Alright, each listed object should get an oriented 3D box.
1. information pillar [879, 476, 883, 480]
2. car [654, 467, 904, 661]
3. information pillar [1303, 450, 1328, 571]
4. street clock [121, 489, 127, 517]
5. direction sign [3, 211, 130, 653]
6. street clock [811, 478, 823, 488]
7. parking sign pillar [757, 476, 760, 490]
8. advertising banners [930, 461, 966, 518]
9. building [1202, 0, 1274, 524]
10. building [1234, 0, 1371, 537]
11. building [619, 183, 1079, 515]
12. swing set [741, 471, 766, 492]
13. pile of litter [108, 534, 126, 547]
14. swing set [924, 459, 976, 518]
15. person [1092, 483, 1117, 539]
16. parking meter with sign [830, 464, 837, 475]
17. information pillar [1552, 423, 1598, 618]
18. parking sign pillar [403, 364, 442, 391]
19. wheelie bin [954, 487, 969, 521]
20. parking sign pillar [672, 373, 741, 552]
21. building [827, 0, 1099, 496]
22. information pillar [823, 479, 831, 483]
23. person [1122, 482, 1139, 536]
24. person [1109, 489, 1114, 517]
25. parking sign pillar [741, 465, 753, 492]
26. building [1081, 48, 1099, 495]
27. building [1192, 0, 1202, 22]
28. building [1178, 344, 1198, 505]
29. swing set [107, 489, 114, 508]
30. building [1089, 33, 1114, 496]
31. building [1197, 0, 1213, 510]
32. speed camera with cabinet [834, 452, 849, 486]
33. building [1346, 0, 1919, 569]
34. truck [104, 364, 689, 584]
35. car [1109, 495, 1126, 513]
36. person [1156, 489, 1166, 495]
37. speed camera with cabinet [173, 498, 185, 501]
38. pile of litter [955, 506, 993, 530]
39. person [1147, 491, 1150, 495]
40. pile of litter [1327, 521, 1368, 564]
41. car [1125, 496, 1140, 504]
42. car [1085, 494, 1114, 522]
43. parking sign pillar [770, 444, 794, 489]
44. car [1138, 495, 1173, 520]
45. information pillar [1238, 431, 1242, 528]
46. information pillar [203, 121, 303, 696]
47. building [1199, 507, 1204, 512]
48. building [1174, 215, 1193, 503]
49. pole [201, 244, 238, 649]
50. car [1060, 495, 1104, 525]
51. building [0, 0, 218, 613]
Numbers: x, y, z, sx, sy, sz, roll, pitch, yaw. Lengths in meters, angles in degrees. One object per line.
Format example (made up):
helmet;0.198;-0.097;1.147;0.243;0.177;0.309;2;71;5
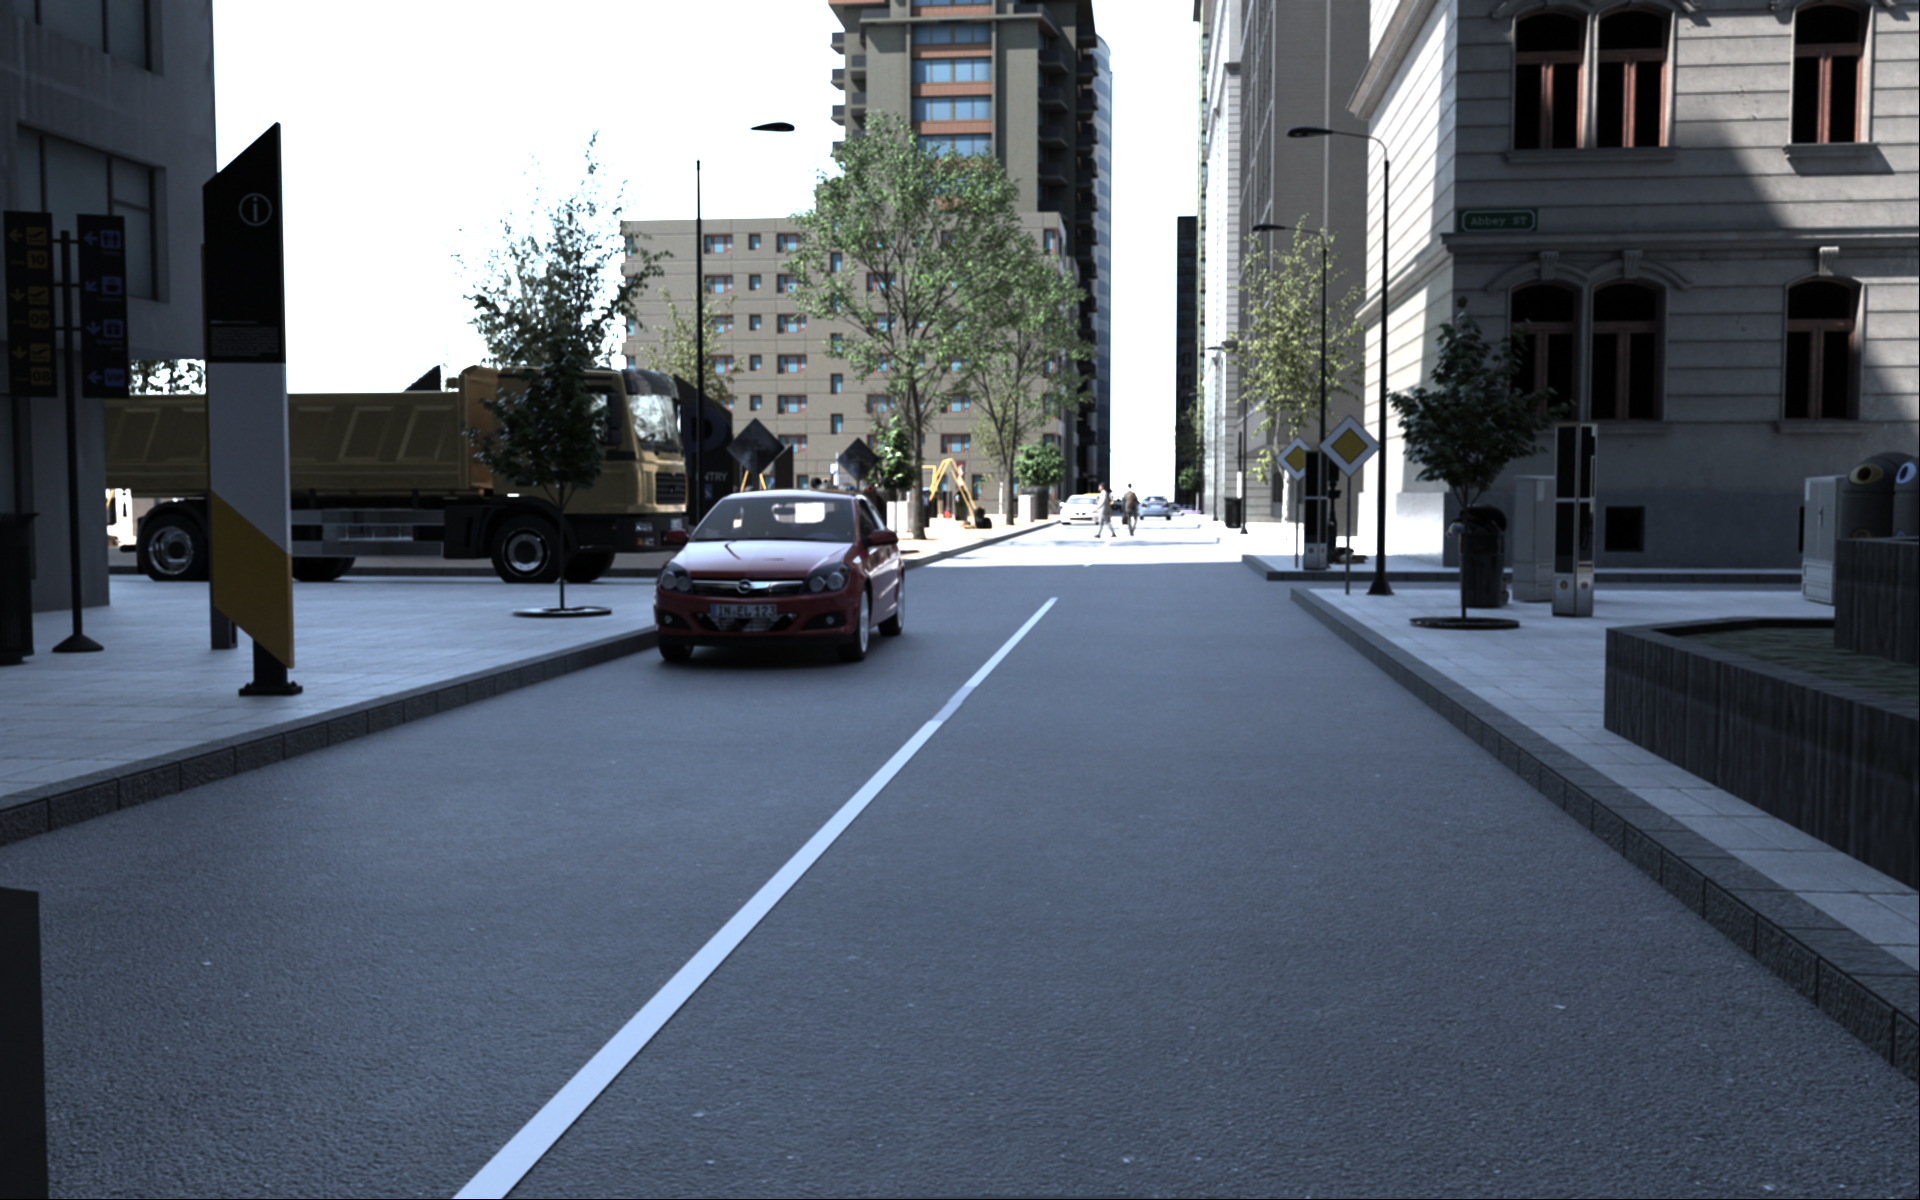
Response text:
information pillar;-2.869;-3.753;65.850;0.304;2.012;0.304;-3;4;-36
car;-1.591;-0.441;16.247;2.155;1.783;4.494;0;4;5
information pillar;5.966;-1.502;29.053;0.304;2.012;0.304;3;4;39
street clock;-46.185;-5.575;95.720;0.471;2.002;0.358;-3;5;-41
direction sign;-7.218;-1.350;14.069;0.876;3.537;0.379;-1;4;-18
street clock;-6.435;-4.454;77.390;0.358;2.002;0.471;3;4;38
parking sign pillar;-12.068;-6.723;98.395;1.447;3.967;1.447;-1;4;-17
advertising banners;-0.695;-5.852;91.875;2.074;3.025;0.090;1;4;12
building;18.491;-19.036;88.738;11.434;29.767;29.804;0;4;6
building;17.588;-16.414;61.871;14.314;27.812;24.014;0;4;6
building;-6.080;-16.952;122.208;27.650;21.520;28.899;0;4;6
swing set;-13.940;-6.615;105.783;3.119;2.851;2.862;-2;4;-31
pile of litter;-21.082;-1.737;42.361;1.176;0.858;1.719;1;4;20
swing set;-0.523;-4.961;78.725;2.862;2.851;3.119;0;4;-5
person;4.655;-2.875;55.783;0.850;1.792;0.678;1;4;11
parking meter with sign;-6.959;-6.426;101.326;0.543;3.016;1.738;1;4;23
information pillar;6.418;-0.832;18.092;0.304;2.012;0.304;-2;4;-33
parking sign pillar;-11.295;-2.883;35.607;1.447;3.967;1.447;2;4;35
wheelie bin;0.098;-4.543;82.192;0.693;1.594;0.980;1;4;11
parking sign pillar;-5.710;-3.064;38.572;1.447;3.967;1.447;-1;4;-11
building;0.661;-30.332;150.547;22.147;44.769;28.867;0;4;6
information pillar;-6.421;-4.841;83.637;0.304;2.012;0.304;1;4;17
person;5.800;-3.091;58.999;0.622;1.834;0.822;1;4;20
person;9.580;-6.071;108.556;0.721;1.735;1.217;0;4;6
parking sign pillar;-11.951;-6.312;91.668;1.447;3.967;1.447;-1;4;-20
building;6.014;-31.906;171.777;14.600;45.320;14.200;0;4;6
building;36.558;-35.163;164.152;28.713;52.752;27.495;0;4;6
building;40.935;-22.465;212.340;27.650;21.520;28.899;0;4;6
swing set;-26.756;-3.686;57.893;2.862;2.851;3.119;1;4;14
building;8.227;-41.324;217.639;21.231;58.520;28.212;0;4;6
building;26.991;-28.202;144.695;14.154;41.232;14.086;0;4;6
speed camera with cabinet;-5.373;-5.319;81.298;0.660;3.252;2.038;-1;4;-19
building;20.204;-15.107;34.394;23.554;28.519;14.401;0;4;6
truck;-8.426;-1.922;27.352;9.791;3.379;3.469;0;4;8
car;11.798;-7.374;133.142;1.945;1.354;3.894;0;4;8
person;12.421;-5.991;107.251;0.742;1.727;0.445;1;4;17
speed camera with cabinet;-29.863;-4.463;67.302;2.038;3.252;0.660;1;4;21
pile of litter;0.493;-3.016;63.284;1.719;0.858;1.176;-2;4;-33
person;20.795;-11.071;190.237;0.721;1.736;1.217;2;4;23
pile of litter;7.073;-1.126;32.369;1.176;0.858;1.719;2;4;32
car;24.294;-14.173;244.090;2.083;1.381;4.827;0;4;8
car;6.996;-4.879;89.994;2.015;1.641;3.980;0;4;5
parking sign pillar;-9.509;-6.357;92.410;1.447;3.967;1.447;3;5;44
car;10.793;-5.125;95.791;2.014;1.417;4.499;0;4;6
information pillar;10.492;-4.505;65.008;0.183;3.616;0.504;0;4;4
information pillar;-4.500;-1.201;10.991;0.504;3.616;0.183;0;4;-2
building;28.190;-42.078;126.222;20.563;71.187;20.611;0;4;6
building;38.739;-34.943;254.916;14.154;41.232;14.086;0;4;6
pole;-6.109;-1.250;14.284;0.158;3.312;0.155;0;3;0
car;5.769;-4.203;81.088;2.083;1.381;4.827;0;4;7
building;-16.100;-20.345;16.239;14.086;41.232;14.154;0;4;6
